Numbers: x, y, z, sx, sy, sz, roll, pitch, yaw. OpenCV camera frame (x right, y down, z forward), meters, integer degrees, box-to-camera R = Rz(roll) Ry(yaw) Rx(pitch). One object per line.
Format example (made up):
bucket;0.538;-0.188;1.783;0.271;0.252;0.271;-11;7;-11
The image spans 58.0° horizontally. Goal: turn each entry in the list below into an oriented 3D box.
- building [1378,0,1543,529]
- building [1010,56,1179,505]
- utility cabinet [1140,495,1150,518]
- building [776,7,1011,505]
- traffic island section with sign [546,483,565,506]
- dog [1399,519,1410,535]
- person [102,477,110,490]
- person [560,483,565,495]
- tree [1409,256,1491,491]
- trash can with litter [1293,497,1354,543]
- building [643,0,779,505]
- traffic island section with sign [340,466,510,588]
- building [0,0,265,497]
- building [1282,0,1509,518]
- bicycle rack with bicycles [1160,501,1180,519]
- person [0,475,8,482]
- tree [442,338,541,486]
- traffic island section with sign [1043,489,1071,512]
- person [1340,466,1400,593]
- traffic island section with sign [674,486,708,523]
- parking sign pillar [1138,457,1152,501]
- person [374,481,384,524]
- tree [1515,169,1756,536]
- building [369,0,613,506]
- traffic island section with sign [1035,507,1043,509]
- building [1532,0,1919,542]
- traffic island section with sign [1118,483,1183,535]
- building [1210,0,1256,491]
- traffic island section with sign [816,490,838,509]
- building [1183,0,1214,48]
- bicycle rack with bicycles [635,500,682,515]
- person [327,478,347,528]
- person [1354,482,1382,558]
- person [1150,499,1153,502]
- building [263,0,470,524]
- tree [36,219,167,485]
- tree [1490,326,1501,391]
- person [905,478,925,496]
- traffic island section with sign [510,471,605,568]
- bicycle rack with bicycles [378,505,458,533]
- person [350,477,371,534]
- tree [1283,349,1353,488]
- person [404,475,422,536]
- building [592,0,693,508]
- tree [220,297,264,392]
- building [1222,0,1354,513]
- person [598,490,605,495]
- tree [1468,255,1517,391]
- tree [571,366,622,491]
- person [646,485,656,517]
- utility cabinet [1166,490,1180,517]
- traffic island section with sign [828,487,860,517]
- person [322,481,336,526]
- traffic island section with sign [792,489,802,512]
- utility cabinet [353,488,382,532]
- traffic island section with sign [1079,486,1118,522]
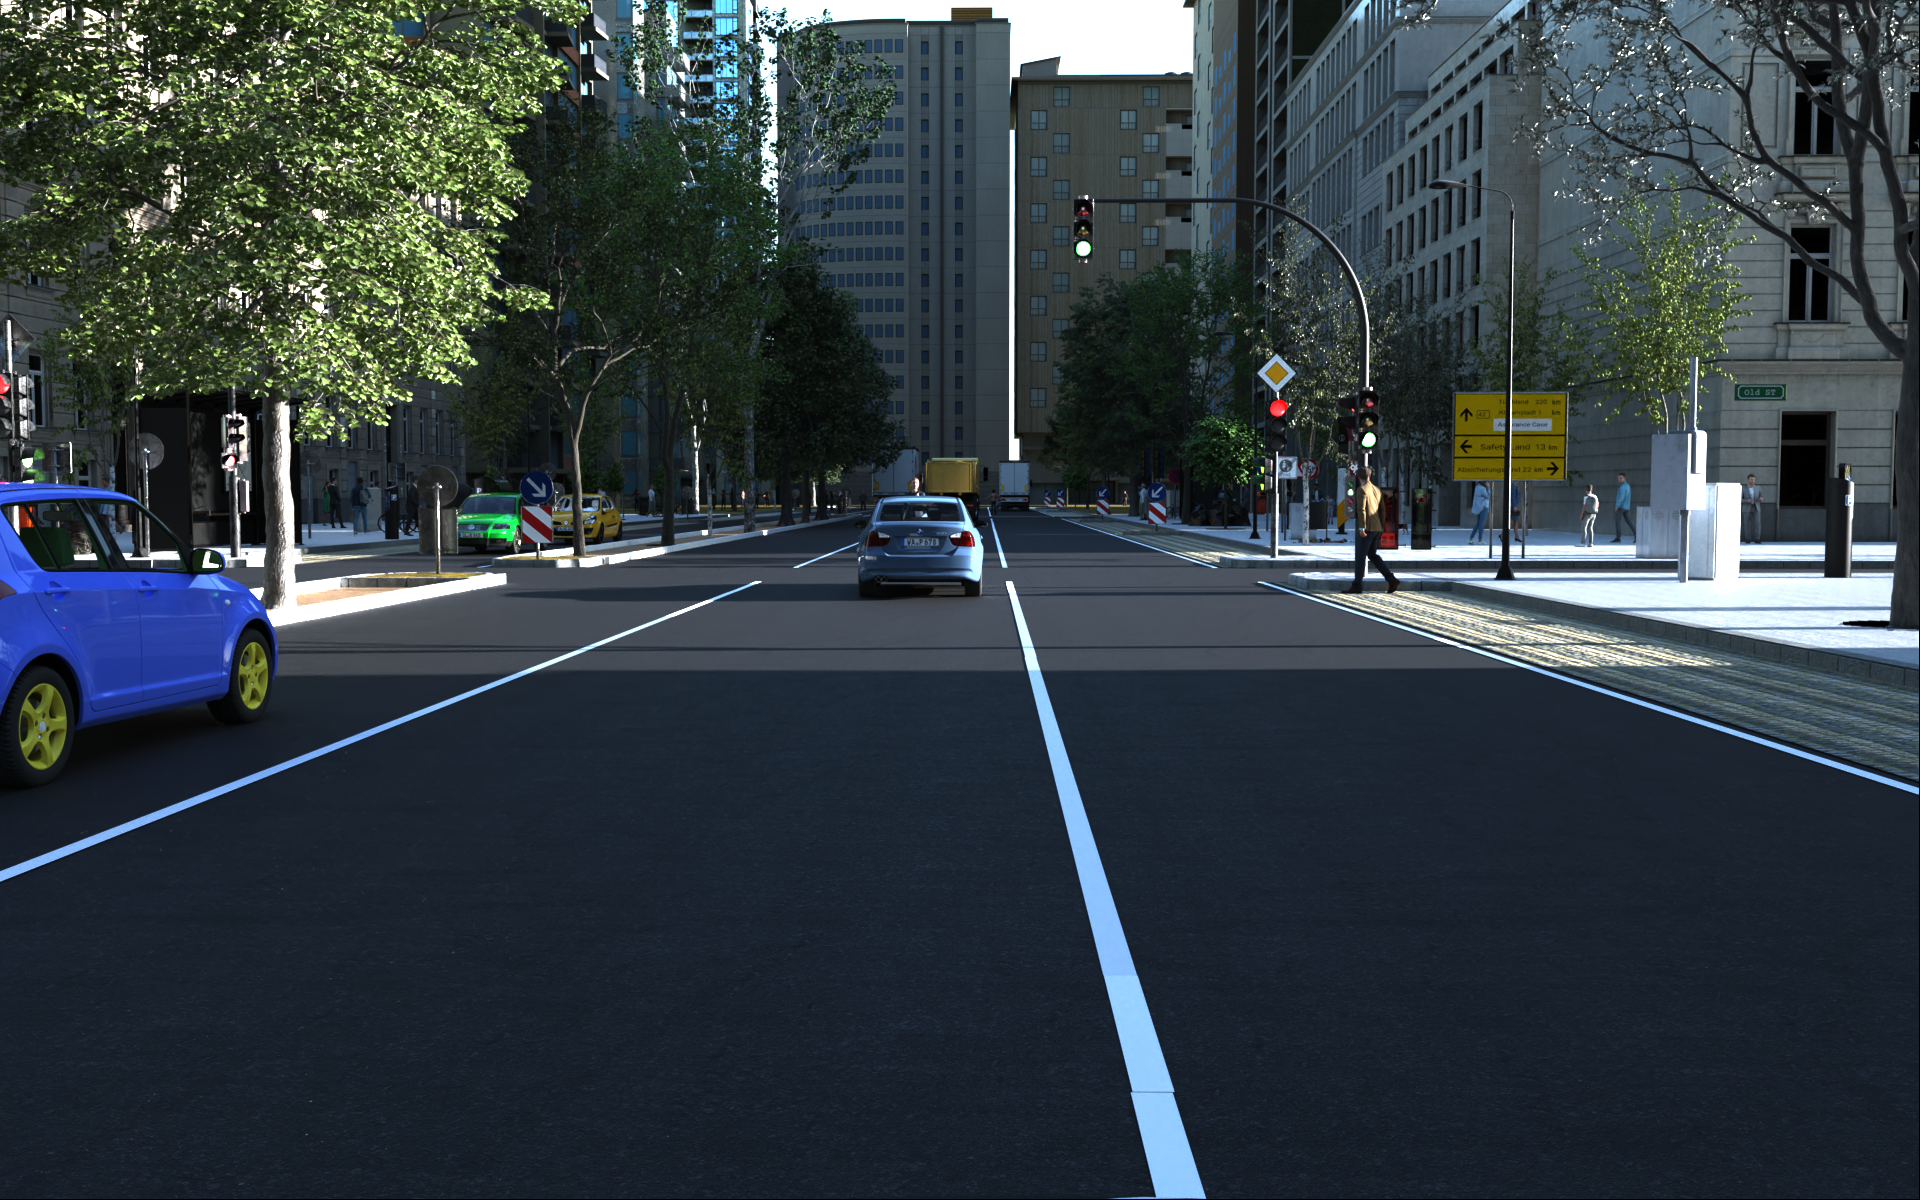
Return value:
building;24.461;-13.248;71.349;10.420;20.320;16.860;0;4;1
building;19.952;-38.430;217.569;27.495;52.752;28.713;0;4;1
utility cabinet;9.292;-4.628;86.831;0.306;1.237;1.020;1;4;18
building;-7.996;-41.106;214.075;28.212;58.520;21.231;0;4;1
traffic island section with sign;-14.031;-3.125;59.718;1.989;1.847;2.006;0;4;1
dog;13.957;-2.324;54.832;0.540;0.507;0.406;0;4;7
person;-26.879;-2.967;54.646;0.778;1.811;0.616;-2;4;-30
person;-19.757;-4.864;85.600;0.654;1.822;0.581;2;4;34
tree;12.272;-6.061;49.465;4.360;8.622;3.978;0;3;0
trash can with litter;9.842;-2.120;45.714;2.233;1.210;1.678;0;4;4
building;-37.638;-55.174;214.768;31.000;86.520;22.319;0;4;1
traffic island section with sign;-8.420;-1.171;27.282;2.006;1.907;1.989;0;4;1
building;-33.885;-15.952;58.083;12.463;27.353;25.104;0;4;1
building;25.773;-19.397;94.632;11.434;29.767;29.804;0;4;1
bicycle rack with bicycles;10.875;-4.785;91.615;2.925;0.926;2.852;-3;5;-44
person;-27.114;-2.627;49.093;0.694;1.812;0.767;3;4;39
tree;-21.752;-7.987;80.946;4.360;8.622;3.978;0;3;0
traffic island section with sign;7.769;-7.825;136.568;1.989;1.847;2.006;0;4;1
person;5.898;-1.005;24.849;0.836;1.842;0.656;1;4;12
traffic island section with sign;-13.655;-4.773;86.670;1.989;1.847;2.006;0;4;1
parking sign pillar;11.315;-7.327;108.275;1.447;3.967;1.447;3;4;36
person;-25.381;-4.230;75.052;0.795;1.843;0.661;-1;4;-9
tree;15.635;-5.389;38.478;4.737;8.622;4.395;0;3;0
building;-37.906;-28.794;125.408;22.147;44.769;28.867;0;4;1
traffic island section with sign;8.149;-9.522;164.304;1.989;1.847;2.006;0;4;1
building;41.854;-16.922;53.094;44.131;29.872;17.030;0;4;1
traffic island section with sign;6.699;-3.171;60.480;1.989;1.847;2.006;0;4;1
building;28.149;-29.941;139.651;14.600;45.320;14.200;0;4;1
traffic island section with sign;-12.572;-9.494;163.850;1.989;1.847;2.006;0;4;1
building;36.356;-34.916;160.120;28.713;52.752;27.495;0;4;1
bicycle rack with bicycles;-18.160;-5.642;105.624;2.925;0.926;2.852;0;4;-1
person;-23.443;-3.650;65.084;0.648;1.900;0.474;1;4;20
person;8.016;-1.726;34.438;0.419;1.800;0.721;-2;4;-31
person;11.785;-6.040;104.893;0.679;1.850;0.850;-1;4;-23
building;-33.233;-17.516;83.655;12.463;27.353;25.104;0;4;1
tree;-23.007;-5.901;46.843;4.737;8.622;4.395;0;3;0
tree;16.529;-6.692;59.780;4.360;8.622;3.978;0;3;0
person;-0.953;-1.646;35.827;0.576;1.772;0.534;0;4;-1
traffic island section with sign;-8.307;-1.624;34.688;2.006;1.907;1.989;0;4;1
bicycle rack with bicycles;-17.896;-2.710;57.689;2.925;0.926;2.852;-1;4;-8
person;-19.110;-2.998;55.051;0.794;1.824;0.713;0;4;5
tree;17.833;-8.292;85.930;4.737;8.622;4.395;0;3;0
person;-16.659;-2.888;53.042;0.755;1.850;0.659;-1;4;-12
building;-41.299;-33.246;163.184;30.456;49.044;23.786;0;4;1
tree;-24.972;-6.520;56.963;4.737;8.622;4.395;0;3;0
building;30.354;-41.786;121.456;20.563;71.187;20.611;0;4;1
person;-19.073;-5.180;91.414;0.598;1.740;0.731;2;4;28
tree;17.432;-6.273;52.923;4.737;8.622;4.395;0;3;0
tree;-20.303;-8.924;96.275;4.737;8.622;4.395;0;3;0
person;-17.061;-5.462;95.580;0.641;1.798;0.478;2;4;33
utility cabinet;12.104;-5.435;97.537;1.173;1.500;0.318;-3;5;-42
traffic island section with sign;-7.265;-6.219;109.819;2.006;1.907;1.989;0;4;1
person;-25.484;-3.888;69.862;0.529;1.795;0.600;2;4;26
traffic island section with sign;-12.954;-7.843;136.866;1.989;1.847;2.006;0;4;1
utility cabinet;-20.067;-3.057;58.666;0.318;1.500;1.173;1;4;16
traffic island section with sign;7.085;-4.849;87.910;1.989;1.847;2.006;0;4;1
